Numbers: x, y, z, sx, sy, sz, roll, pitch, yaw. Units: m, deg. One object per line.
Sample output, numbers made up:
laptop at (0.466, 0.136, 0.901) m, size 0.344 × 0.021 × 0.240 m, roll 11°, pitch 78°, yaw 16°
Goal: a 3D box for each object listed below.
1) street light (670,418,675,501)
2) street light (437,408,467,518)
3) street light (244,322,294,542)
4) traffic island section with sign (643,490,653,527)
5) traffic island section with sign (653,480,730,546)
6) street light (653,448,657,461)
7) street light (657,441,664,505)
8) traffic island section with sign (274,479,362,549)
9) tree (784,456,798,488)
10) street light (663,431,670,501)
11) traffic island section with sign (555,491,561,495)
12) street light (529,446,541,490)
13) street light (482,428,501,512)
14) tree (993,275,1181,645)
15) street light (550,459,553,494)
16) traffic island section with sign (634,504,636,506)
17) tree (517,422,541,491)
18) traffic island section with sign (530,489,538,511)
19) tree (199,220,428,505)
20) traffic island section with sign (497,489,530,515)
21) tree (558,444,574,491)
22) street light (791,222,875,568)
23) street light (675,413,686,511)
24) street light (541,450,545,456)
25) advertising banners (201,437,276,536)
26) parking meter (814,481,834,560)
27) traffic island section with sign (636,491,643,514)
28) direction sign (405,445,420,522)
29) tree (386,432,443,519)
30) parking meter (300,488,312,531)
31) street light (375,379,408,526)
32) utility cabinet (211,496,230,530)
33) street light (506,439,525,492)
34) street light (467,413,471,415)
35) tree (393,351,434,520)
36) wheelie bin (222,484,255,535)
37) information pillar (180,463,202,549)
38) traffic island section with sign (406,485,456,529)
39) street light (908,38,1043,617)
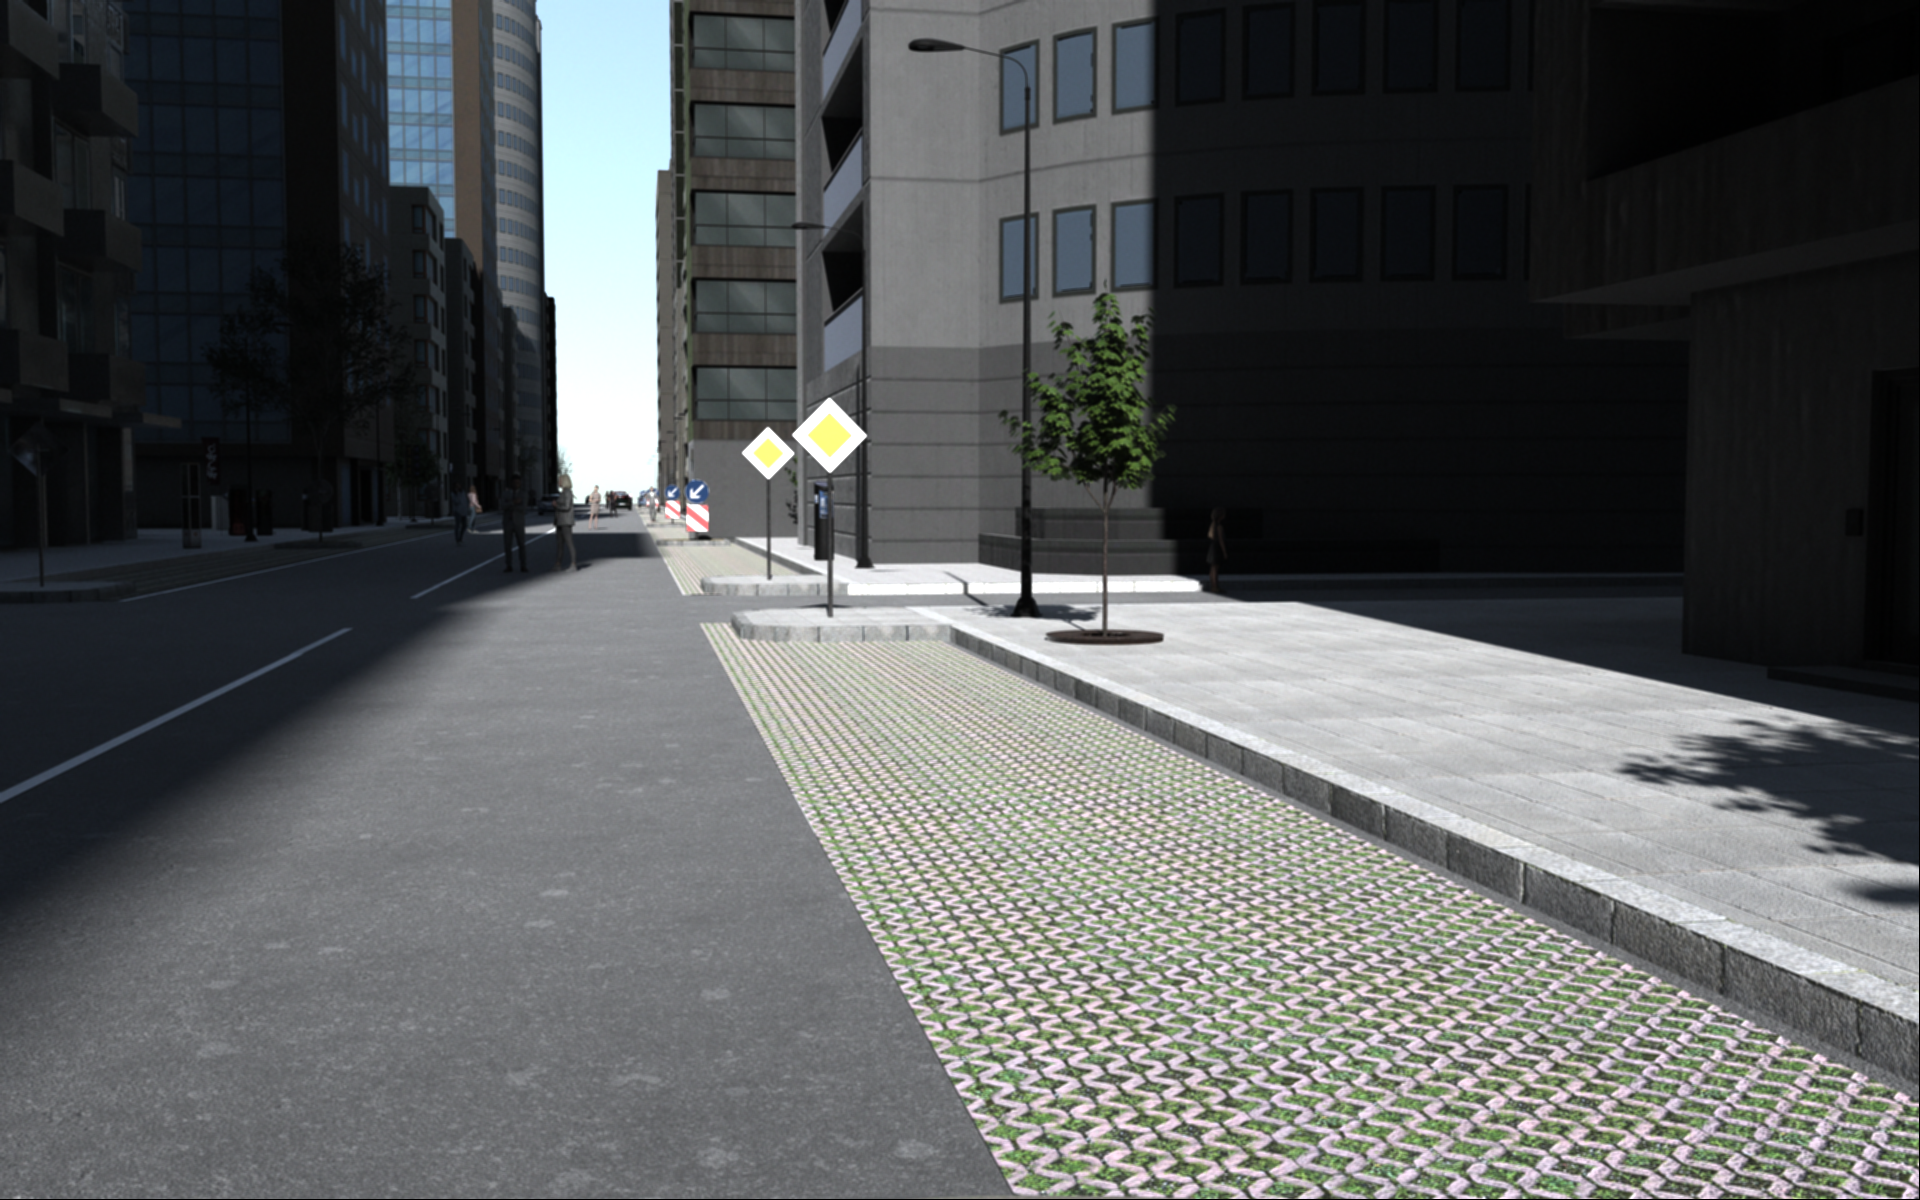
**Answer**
street light at (-16.611, -8.100, 104.976) m, size 1.470 × 5.913 × 1.316 m, roll -1°, pitch 4°, yaw -11°
street light at (-27.680, -7.412, 93.724) m, size 1.470 × 5.913 × 1.316 m, roll -1°, pitch 4°, yaw -11°
street light at (-18.634, -4.538, 46.741) m, size 1.470 × 5.913 × 1.316 m, roll -1°, pitch 4°, yaw -11°
traffic island section with sign at (-12.531, -4.045, 74.758) m, size 1.989 × 1.847 × 2.006 m, roll -1°, pitch 4°, yaw -11°
traffic island section with sign at (-7.464, -2.425, 48.281) m, size 1.989 × 1.847 × 2.006 m, roll -1°, pitch 4°, yaw -11°
street light at (-31.877, -13.026, 185.517) m, size 1.470 × 5.913 × 1.316 m, roll -1°, pitch 4°, yaw -11°
street light at (-25.533, -10.958, 151.708) m, size 1.470 × 5.913 × 1.316 m, roll -1°, pitch 4°, yaw -11°
traffic island section with sign at (-16.964, -2.278, 45.880) m, size 1.989 × 1.847 × 2.006 m, roll -1°, pitch 4°, yaw -11°
tree at (-3.926, -3.337, 49.161) m, size 1.663 × 3.219 × 1.824 m, roll 0°, pitch 3°, yaw 0°
street light at (-20.975, -9.520, 128.186) m, size 1.470 × 5.913 × 1.316 m, roll -1°, pitch 4°, yaw -11°
traffic island section with sign at (-47.130, -11.910, 203.352) m, size 1.989 × 1.847 × 2.006 m, roll -1°, pitch 4°, yaw -11°
street light at (-41.998, -12.016, 168.995) m, size 1.470 × 5.913 × 1.316 m, roll -1°, pitch 4°, yaw -11°
street light at (-33.174, -9.175, 122.553) m, size 1.470 × 5.913 × 1.316 m, roll -1°, pitch 4°, yaw -11°
tree at (1.366, -1.262, 15.239) m, size 1.663 × 3.219 × 1.824 m, roll 0°, pitch 3°, yaw 0°
street light at (-48.575, -14.110, 203.233) m, size 1.470 × 5.913 × 1.316 m, roll -1°, pitch 4°, yaw -11°
traffic island section with sign at (-27.060, -8.683, 150.588) m, size 1.989 × 1.847 × 2.006 m, roll -1°, pitch 4°, yaw -11°
tree at (-43.723, -13.527, 171.527) m, size 4.360 × 8.622 × 3.978 m, roll 0°, pitch 3°, yaw 0°
traffic island section with sign at (-36.667, -8.571, 148.764) m, size 1.989 × 1.847 × 2.006 m, roll -1°, pitch 4°, yaw -11°
tree at (-22.428, -7.683, 60.028) m, size 8.767 × 10.594 × 7.601 m, roll 0°, pitch 4°, yaw 6°
traffic island section with sign at (-31.547, -6.938, 122.070) m, size 1.989 × 1.847 × 2.006 m, roll -1°, pitch 4°, yaw -11°
tree at (-58.989, -18.610, 254.636) m, size 4.360 × 8.622 × 3.978 m, roll 0°, pitch 3°, yaw 0°
street light at (-2.184, -3.502, 29.795) m, size 1.470 × 5.913 × 1.316 m, roll -1°, pitch 4°, yaw -11°
street light at (-15.502, -7.788, 99.876) m, size 1.470 × 5.913 × 1.316 m, roll -1°, pitch 4°, yaw -11°
street light at (-44.188, -12.711, 180.360) m, size 1.470 × 5.913 × 1.316 m, roll -1°, pitch 4°, yaw -11°
advertising banners at (-22.220, -3.496, 53.340) m, size 2.074 × 3.025 × 0.090 m, roll -1°, pitch 4°, yaw -15°
parking meter at (-2.636, -1.540, 33.592) m, size 0.372 × 1.533 × 0.369 m, roll 0°, pitch 3°, yaw 0°
traffic island section with sign at (-21.995, -7.062, 124.097) m, size 1.989 × 1.847 × 2.006 m, roll -1°, pitch 4°, yaw -11°
direction sign at (-25.143, -5.358, 79.596) m, size 0.379 × 3.537 × 0.876 m, roll 2°, pitch 4°, yaw 23°
tree at (-28.355, -6.445, 89.085) m, size 4.285 × 4.588 × 4.351 m, roll 0°, pitch 3°, yaw 0°
parking meter at (-22.895, -3.197, 60.675) m, size 0.372 × 1.533 × 0.369 m, roll 0°, pitch 3°, yaw 0°
street light at (-22.827, -5.939, 69.651) m, size 1.470 × 5.913 × 1.316 m, roll -1°, pitch 4°, yaw -11°
utility cabinet at (-26.163, -3.093, 61.735) m, size 0.306 × 1.237 × 1.020 m, roll 2°, pitch 4°, yaw 27°
street light at (-37.487, -10.575, 145.440) m, size 1.470 × 5.913 × 1.316 m, roll -1°, pitch 4°, yaw -11°
street light at (-28.681, -7.745, 99.172) m, size 1.470 × 5.913 × 1.316 m, roll -1°, pitch 4°, yaw -11°
tree at (-27.445, -8.186, 84.197) m, size 4.360 × 8.622 × 3.978 m, roll 0°, pitch 3°, yaw 0°
wheelie bin at (-22.557, -2.832, 54.212) m, size 0.980 × 1.594 × 0.693 m, roll -1°, pitch 4°, yaw -13°
information pillar at (-18.138, -2.224, 40.852) m, size 0.304 × 2.012 × 0.304 m, roll 2°, pitch 4°, yaw 32°
traffic island section with sign at (-22.023, -3.898, 72.358) m, size 1.989 × 1.847 × 2.006 m, roll -1°, pitch 4°, yaw -11°
street light at (0.164, -2.775, 17.908) m, size 1.470 × 5.913 × 1.316 m, roll -1°, pitch 4°, yaw -11°
